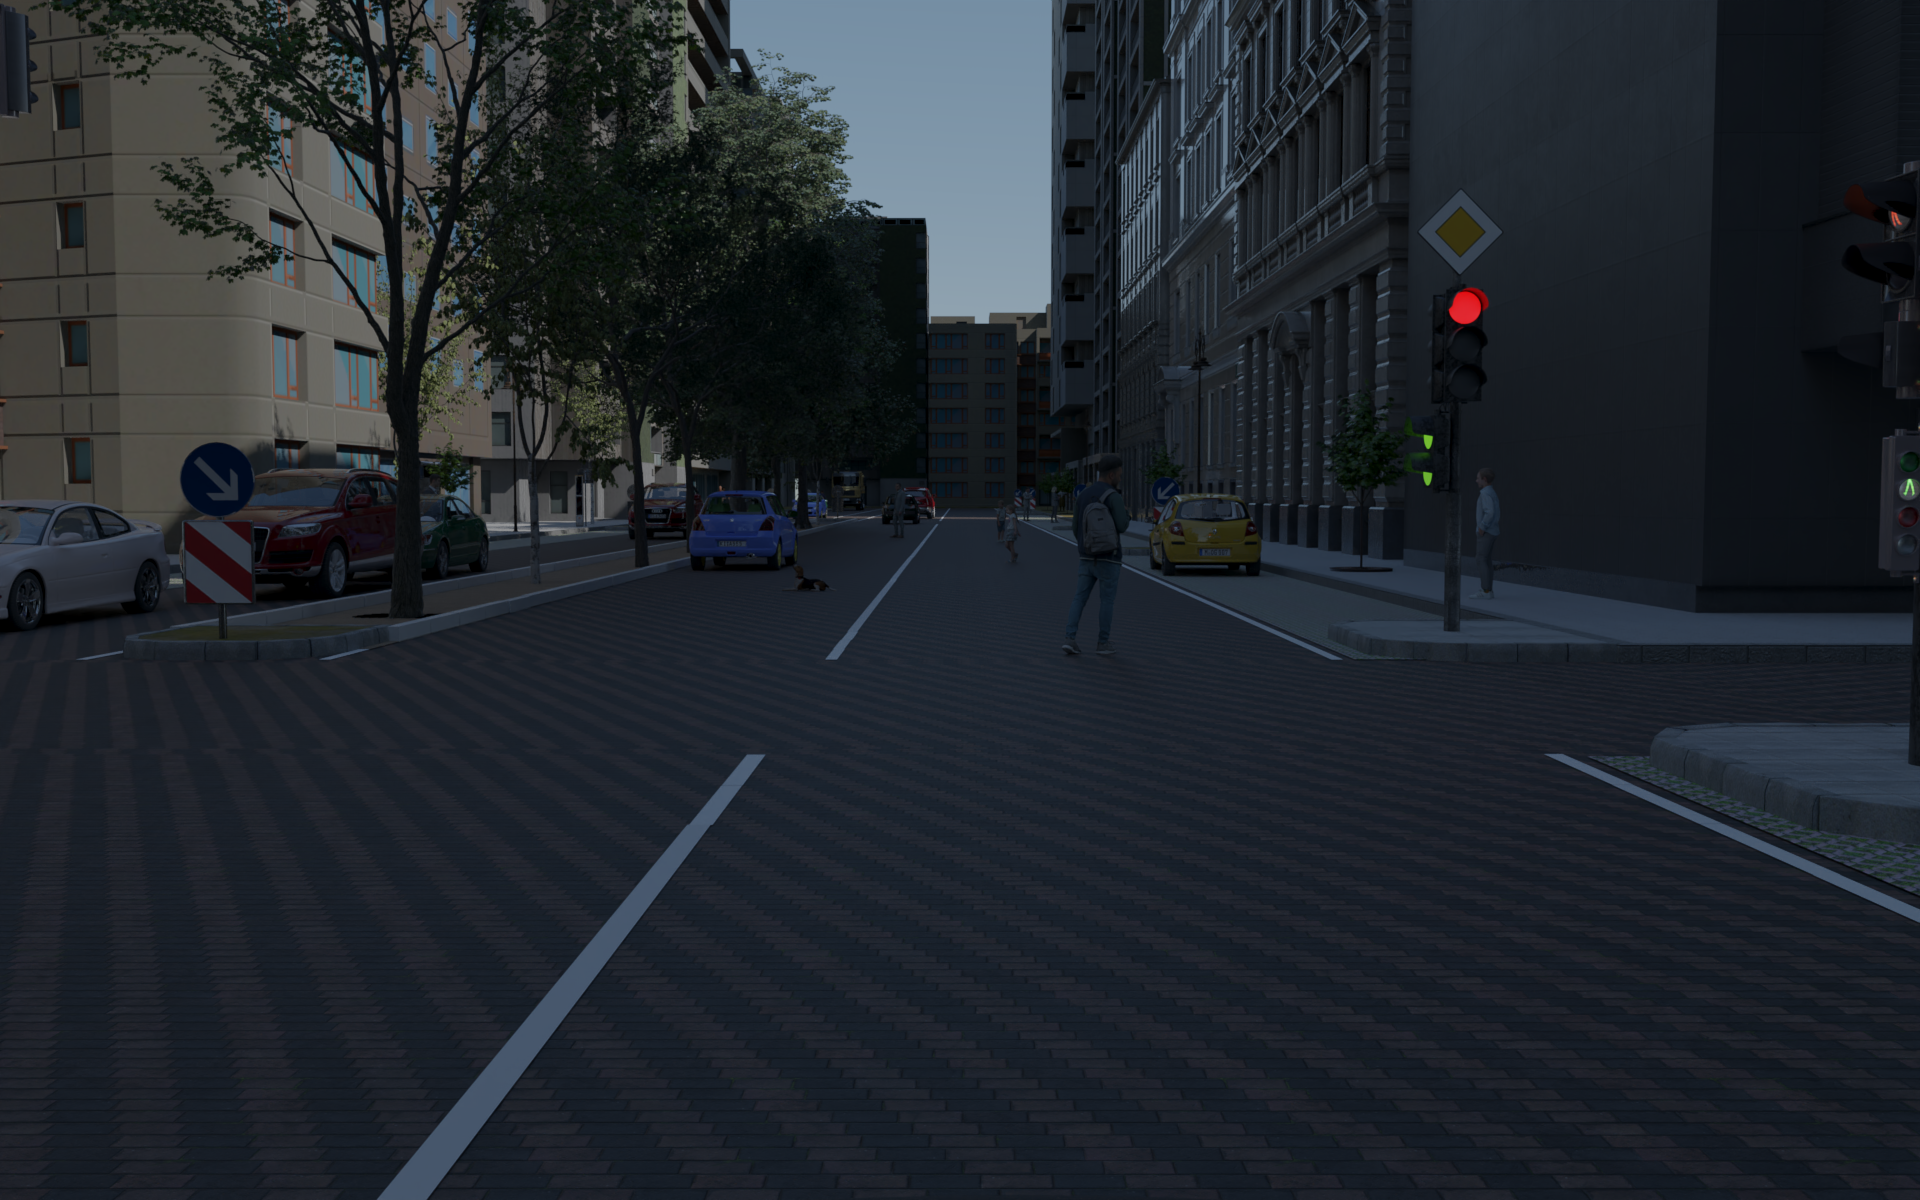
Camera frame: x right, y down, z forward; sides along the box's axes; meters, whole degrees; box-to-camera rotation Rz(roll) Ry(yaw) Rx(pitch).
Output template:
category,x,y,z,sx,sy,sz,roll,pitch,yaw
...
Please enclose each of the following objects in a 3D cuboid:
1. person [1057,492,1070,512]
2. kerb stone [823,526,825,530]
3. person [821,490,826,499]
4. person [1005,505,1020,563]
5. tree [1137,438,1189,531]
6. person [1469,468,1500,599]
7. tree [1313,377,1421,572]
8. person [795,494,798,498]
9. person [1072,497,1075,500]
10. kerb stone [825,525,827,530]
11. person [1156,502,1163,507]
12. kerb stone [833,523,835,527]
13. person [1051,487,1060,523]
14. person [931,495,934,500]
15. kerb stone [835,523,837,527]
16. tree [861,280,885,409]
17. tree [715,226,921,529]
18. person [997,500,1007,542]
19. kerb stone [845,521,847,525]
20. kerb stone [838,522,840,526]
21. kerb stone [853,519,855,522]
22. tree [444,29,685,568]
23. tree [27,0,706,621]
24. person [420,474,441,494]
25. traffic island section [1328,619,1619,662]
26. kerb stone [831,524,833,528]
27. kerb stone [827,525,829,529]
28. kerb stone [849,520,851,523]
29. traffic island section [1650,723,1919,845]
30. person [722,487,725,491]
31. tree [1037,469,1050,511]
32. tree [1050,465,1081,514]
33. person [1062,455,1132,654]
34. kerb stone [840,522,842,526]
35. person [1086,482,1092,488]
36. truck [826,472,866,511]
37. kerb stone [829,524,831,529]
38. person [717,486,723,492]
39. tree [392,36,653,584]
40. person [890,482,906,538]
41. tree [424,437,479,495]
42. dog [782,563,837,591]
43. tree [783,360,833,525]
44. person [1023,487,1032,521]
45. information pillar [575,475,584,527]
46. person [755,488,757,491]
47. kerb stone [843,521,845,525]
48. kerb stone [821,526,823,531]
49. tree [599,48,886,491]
category,x,y,z,sx,sy,sz,roll,pitch,yaw
person,7.363,-7.235,125.059,1.217,1.736,0.721,1,4,13
kerb stone,-5.456,-2.771,67.497,0.120,0.150,1.000,0,3,0
person,-9.851,-7.002,123.904,0.541,1.710,0.530,3,4,37
person,1.143,-1.383,36.133,0.382,1.210,0.505,-1,4,-13
tree,7.040,-3.980,59.668,1.663,3.219,1.824,0,3,0
person,6.475,-0.824,21.326,0.330,1.601,0.589,2,4,35
tree,6.677,-2.084,28.671,1.663,3.219,1.824,0,3,0
person,-15.282,-9.785,166.746,1.217,1.743,0.721,1,4,13
person,7.232,-5.893,103.124,1.217,1.736,0.721,2,4,34
kerb stone,-5.452,-2.833,68.520,0.120,0.150,1.000,0,3,0
person,7.514,-3.460,63.097,0.782,1.767,0.515,0,4,-3
kerb stone,-5.447,-3.084,72.634,0.120,0.150,1.000,0,3,0
person,4.717,-4.676,85.141,0.526,1.800,0.537,1,4,12
person,-2.868,-8.846,153.140,1.348,1.822,0.705,2,4,27
kerb stone,-5.454,-3.145,73.665,0.120,0.150,1.000,0,3,0
tree,-6.419,-8.126,61.070,9.928,11.665,9.643,0,3,0
tree,-6.472,-9.261,70.888,9.611,12.733,9.660,0,3,0
person,1.252,-2.353,51.649,0.332,1.250,0.352,0,4,6
kerb stone,-5.440,-3.524,79.823,0.120,0.150,1.000,0,3,0
kerb stone,-5.449,-3.273,75.714,0.120,0.150,1.000,0,3,0
kerb stone,-5.439,-3.901,85.977,0.120,0.150,1.000,0,3,0
tree,-6.160,-5.923,33.712,8.767,10.594,7.601,0,3,0
tree,-6.279,-5.585,19.529,9.928,11.665,9.643,0,3,0
person,-10.586,-1.603,34.669,0.822,1.834,0.622,-1,4,-14
traffic island section,4.624,0.371,16.212,2.009,0.180,2.903,0,3,0
kerb stone,-5.449,-3.022,71.600,0.120,0.150,1.000,0,3,0
kerb stone,-5.447,-2.896,69.547,0.120,0.150,1.000,0,3,0
kerb stone,-5.441,-3.713,82.910,0.120,0.150,1.000,0,3,0
traffic island section,4.619,0.860,8.227,2.009,0.180,2.903,0,3,0
person,-15.781,-6.685,116.054,0.721,1.736,1.217,3,4,38
tree,7.103,-8.121,127.382,1.663,3.219,1.824,0,3,0
tree,7.015,-7.131,111.198,1.663,3.219,1.824,0,3,0
person,1.251,-0.406,15.489,0.623,1.781,0.721,2,4,29
kerb stone,-5.452,-3.336,76.738,0.120,0.150,1.000,0,3,0
person,3.747,-2.565,50.793,0.624,1.780,0.694,0,4,2
truck,-9.805,-9.535,151.822,3.469,3.379,9.791,0,4,-1
kerb stone,-5.454,-2.959,70.578,0.120,0.150,1.000,0,3,0
person,-15.542,-6.490,112.290,1.348,1.807,0.705,0,4,5
tree,-6.708,-4.539,27.039,4.737,8.622,4.395,0,3,0
person,-1.999,-2.950,56.830,0.391,1.810,0.635,-2,4,-35
tree,-17.038,-3.897,58.323,1.663,3.219,1.824,0,3,0
dog,-2.225,-0.329,25.579,0.748,0.427,0.550,3,5,40
tree,-6.544,-7.744,79.439,4.360,8.622,3.978,0,3,0
person,3.557,-5.020,90.756,0.466,1.800,0.511,3,4,36
information pillar,-14.983,-3.897,68.205,0.304,2.012,0.304,-1,4,-9
person,-15.634,-7.706,132.754,1.217,1.735,0.721,-1,4,-15
kerb stone,-5.442,-3.462,78.793,0.120,0.150,1.000,0,3,0
kerb stone,-5.453,-2.708,66.472,0.120,0.150,1.000,0,3,0
tree,-6.581,-8.663,50.748,9.857,13.997,8.962,0,3,0
